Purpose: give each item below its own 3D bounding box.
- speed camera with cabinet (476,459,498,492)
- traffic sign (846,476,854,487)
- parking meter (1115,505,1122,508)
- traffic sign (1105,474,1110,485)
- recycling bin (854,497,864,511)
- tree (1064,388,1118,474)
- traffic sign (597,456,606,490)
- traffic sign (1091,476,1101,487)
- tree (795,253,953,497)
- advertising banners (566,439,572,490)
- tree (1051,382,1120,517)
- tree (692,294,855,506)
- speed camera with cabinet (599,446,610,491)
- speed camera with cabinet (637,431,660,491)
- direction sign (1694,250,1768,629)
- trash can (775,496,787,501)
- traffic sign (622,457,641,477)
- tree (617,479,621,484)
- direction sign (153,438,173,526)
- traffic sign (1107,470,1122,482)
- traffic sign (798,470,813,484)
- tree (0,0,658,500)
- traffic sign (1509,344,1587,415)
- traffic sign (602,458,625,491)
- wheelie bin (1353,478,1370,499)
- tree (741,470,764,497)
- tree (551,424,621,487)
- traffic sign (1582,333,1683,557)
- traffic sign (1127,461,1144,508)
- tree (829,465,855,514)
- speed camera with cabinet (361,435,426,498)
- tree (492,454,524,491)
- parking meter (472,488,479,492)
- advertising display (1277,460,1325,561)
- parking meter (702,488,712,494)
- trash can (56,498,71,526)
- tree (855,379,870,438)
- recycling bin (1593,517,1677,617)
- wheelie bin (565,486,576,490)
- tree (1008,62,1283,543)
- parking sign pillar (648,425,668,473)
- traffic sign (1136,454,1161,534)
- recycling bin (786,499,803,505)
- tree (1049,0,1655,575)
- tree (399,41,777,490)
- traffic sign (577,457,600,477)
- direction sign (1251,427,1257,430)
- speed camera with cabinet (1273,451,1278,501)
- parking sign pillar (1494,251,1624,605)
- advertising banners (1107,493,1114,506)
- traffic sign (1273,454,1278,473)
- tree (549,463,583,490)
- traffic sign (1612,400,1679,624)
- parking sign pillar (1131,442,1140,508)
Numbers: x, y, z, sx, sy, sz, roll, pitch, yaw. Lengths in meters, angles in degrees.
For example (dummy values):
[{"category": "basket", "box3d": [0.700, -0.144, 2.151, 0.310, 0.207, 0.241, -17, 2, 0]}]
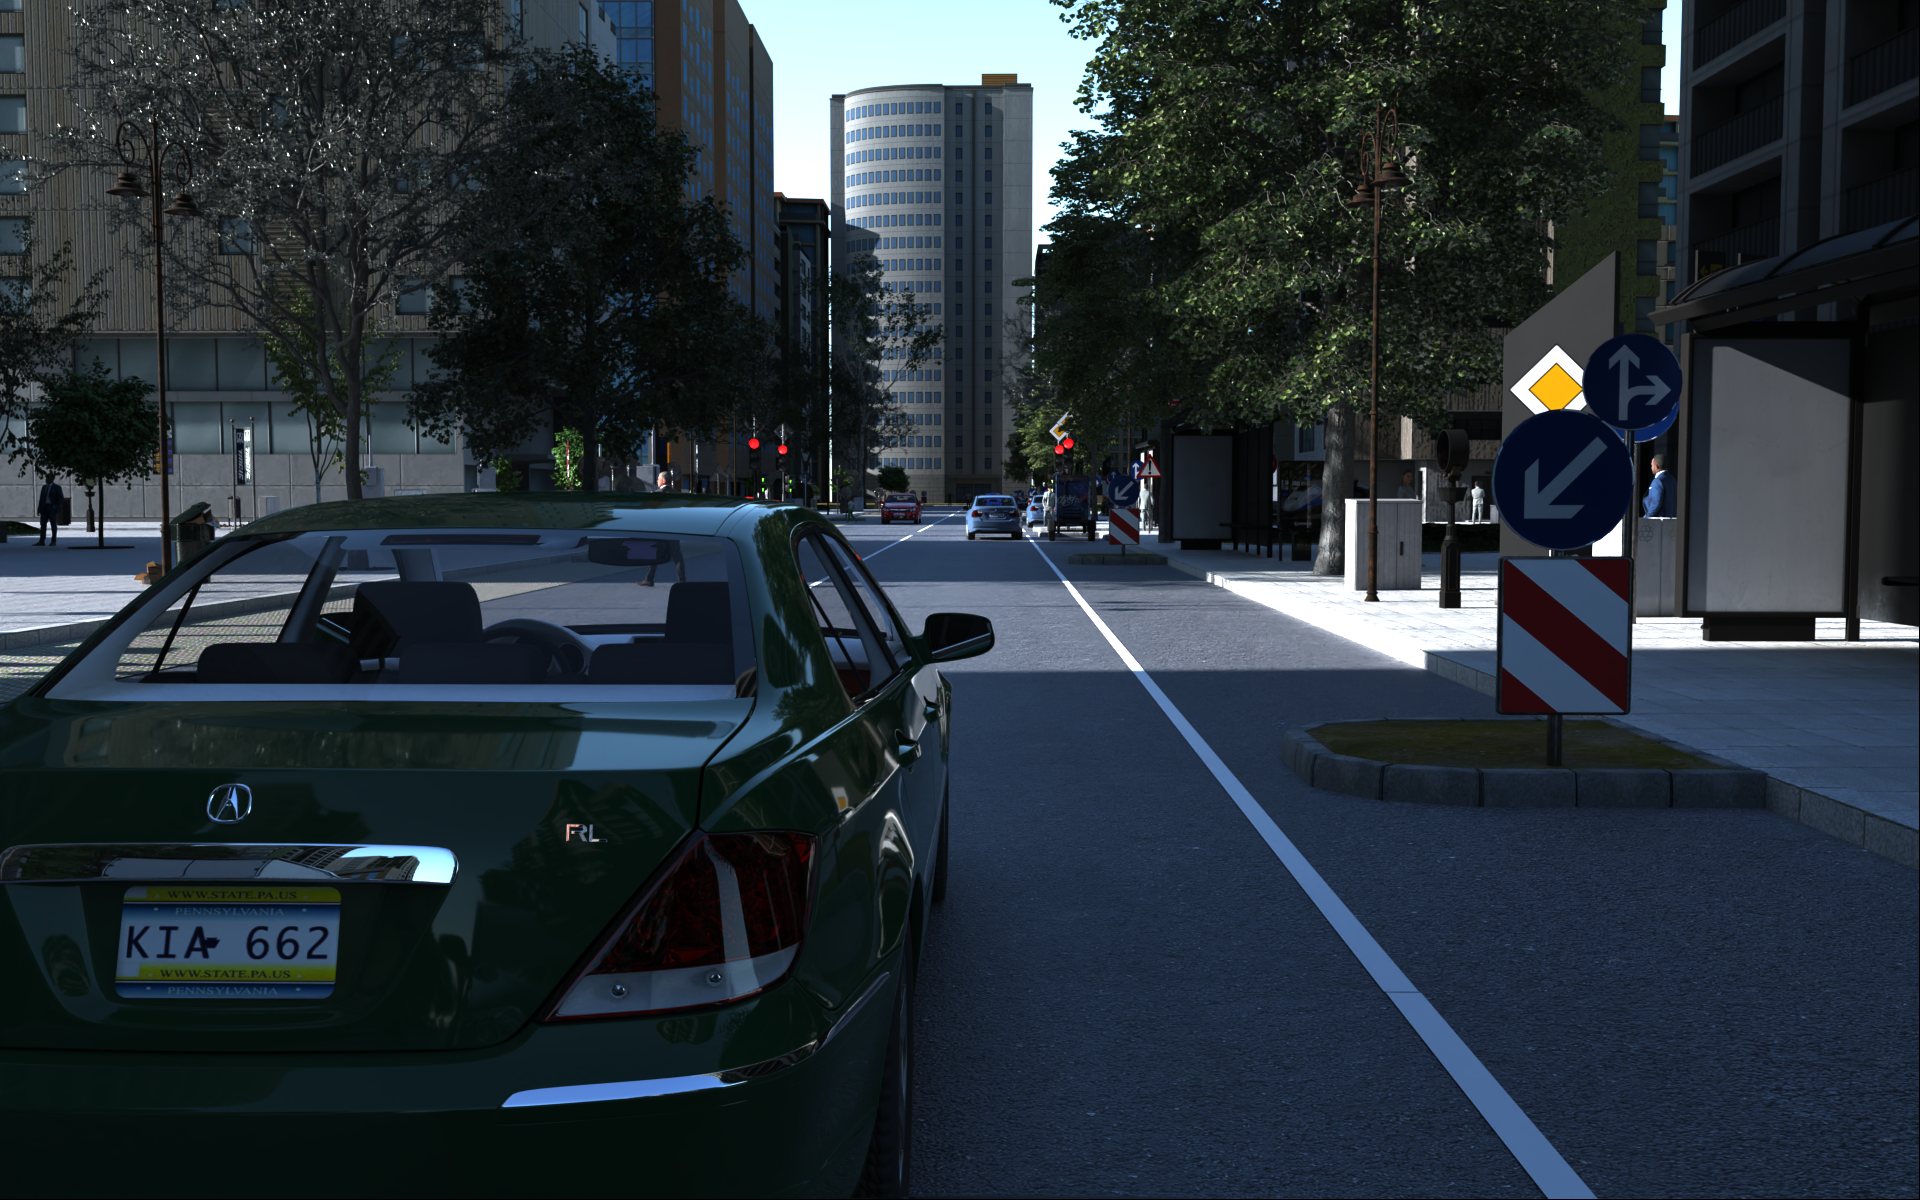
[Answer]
[{"category": "speed camera with cabinet", "box3d": [-15.533, -3.824, 56.850, 0.660, 3.252, 2.038, -1, 4, -11]}, {"category": "traffic sign", "box3d": [-7.817, -7.460, 122.070, 0.768, 2.556, 0.104, 1, 4, 11]}, {"category": "parking meter", "box3d": [6.301, -3.659, 68.229, 0.372, 1.533, 0.369, 0, 3, 0]}, {"category": "traffic sign", "box3d": [9.127, -6.380, 104.425, 0.768, 2.556, 0.104, 1, 4, 9]}, {"category": "recycling bin", "box3d": [-7.550, -7.119, 128.946, 0.722, 1.027, 0.722, 0, 4, -5]}, {"category": "tree", "box3d": [8.146, -9.999, 113.842, 4.737, 8.622, 4.395, 0, 3, 0]}, {"category": "traffic sign", "box3d": [-12.206, -3.564, 58.385, 0.768, 2.556, 0.104, 1, 4, 9]}, {"category": "traffic sign", "box3d": [9.292, -7.252, 118.679, 0.768, 2.556, 0.104, 0, 4, 2]}, {"category": "tree", "box3d": [-6.747, -17.033, 134.371, 12.611, 20.169, 13.585, 0, 3, 0]}, {"category": "advertising banners", "box3d": [-12.322, -3.587, 54.842, 0.090, 3.025, 2.074, -1, 4, -18]}, {"category": "tree", "box3d": [7.341, -9.089, 98.971, 4.360, 8.622, 3.978, 0, 3, 0]}, {"category": "tree", "box3d": [-9.567, -8.954, 80.809, 7.601, 10.594, 8.767, 0, 4, 7]}, {"category": "speed camera with cabinet", "box3d": [-13.720, -4.575, 69.130, 2.038, 3.252, 0.660, -2, 4, -28]}, {"category": "speed camera with cabinet", "box3d": [-9.640, -3.695, 54.747, 0.660, 3.252, 2.038, 0, 4, 8]}, {"category": "direction sign", "box3d": [7.236, -1.489, 16.338, 0.876, 3.537, 0.379, -1, 4, -23]}, {"category": "trash can", "box3d": [-11.242, -5.951, 108.955, 0.748, 1.137, 0.748, 0, 3, 0]}, {"category": "traffic sign", "box3d": [-10.929, -3.495, 57.253, 0.768, 2.556, 0.104, 0, 4, 4]}, {"category": "tree", "box3d": [-22.061, -7.462, 116.598, 1.663, 3.219, 1.824, 0, 3, 0]}, {"category": "direction sign", "box3d": [-32.048, -4.751, 69.676, 0.876, 3.537, 0.379, 0, 4, 8]}, {"category": "traffic sign", "box3d": [8.161, -5.583, 91.393, 0.768, 2.556, 0.104, 0, 4, 4]}, {"category": "traffic sign", "box3d": [-8.504, -5.836, 95.147, 0.795, 2.593, 0.064, 0, 4, 3]}, {"category": "tree", "box3d": [-10.308, -7.245, 28.820, 12.009, 13.543, 11.850, 0, 3, 0]}, {"category": "traffic sign", "box3d": [5.243, -0.948, 15.230, 0.795, 2.593, 0.064, 1, 4, 11]}, {"category": "traffic sign", "box3d": [-11.180, -3.412, 55.894, 0.768, 2.556, 0.104, 0, 4, 4]}, {"category": "wheelie bin", "box3d": [7.687, -1.587, 33.853, 0.693, 1.594, 0.980, 2, 4, 27]}, {"category": "tree", "box3d": [-14.762, -7.968, 124.880, 1.663, 3.219, 1.824, 0, 3, 0]}, {"category": "tree", "box3d": [-15.518, -5.450, 72.824, 4.285, 4.588, 4.351, 0, 3, 0]}, {"category": "traffic sign", "box3d": [5.346, -0.841, 13.858, 0.768, 2.556, 0.104, 0, 4, 8]}, {"category": "traffic sign", "box3d": [6.746, -4.021, 65.850, 0.768, 2.556, 0.104, 0, 4, 7]}, {"category": "tree", "box3d": [-7.975, -7.355, 114.848, 1.663, 3.219, 1.824, 0, 3, 0]}, {"category": "speed camera with cabinet", "box3d": [-19.095, -3.919, 58.411, 2.038, 3.252, 0.660, 0, 4, -8]}, {"category": "tree", "box3d": [-19.999, -4.990, 76.182, 1.663, 3.219, 1.824, 0, 3, 0]}, {"category": "parking meter", "box3d": [-18.855, -3.619, 67.574, 0.372, 1.533, 0.369, 0, 3, 0]}, {"category": "advertising display", "box3d": [6.576, -1.719, 33.311, 0.974, 1.923, 0.123, -1, 4, -12]}, {"category": "parking meter", "box3d": [-10.512, -3.889, 72.001, 0.372, 1.533, 0.369, 0, 3, 0]}, {"category": "trash can", "box3d": [-36.553, -3.600, 70.515, 0.748, 1.137, 0.748, 0, 3, 0]}, {"category": "tree", "box3d": [-9.114, -10.144, 100.262, 8.767, 10.594, 7.601, 0, 4, 8]}, {"category": "recycling bin", "box3d": [7.219, -0.357, 18.392, 0.722, 1.027, 0.722, -1, 4, -12]}, {"category": "wheelie bin", "box3d": [-14.976, -3.593, 66.662, 0.693, 1.594, 0.980, -3, 5, -40]}, {"category": "tree", "box3d": [5.035, -7.762, 45.029, 7.486, 12.596, 7.792, 0, 3, 0]}, {"category": "parking sign pillar", "box3d": [-10.317, -4.318, 59.063, 1.447, 3.967, 1.447, -1, 4, -20]}, {"category": "traffic sign", "box3d": [6.102, -3.407, 55.711, 0.884, 2.594, 0.081, 0, 4, 4]}, {"category": "recycling bin", "box3d": [-9.290, -5.175, 97.167, 0.722, 1.027, 0.722, 2, 4, 30]}, {"category": "tree", "box3d": [5.993, -7.383, 27.373, 9.857, 13.997, 8.962, 0, 3, 0]}, {"category": "tree", "box3d": [-9.422, -7.786, 44.308, 9.611, 12.733, 9.660, 0, 3, 0]}, {"category": "traffic sign", "box3d": [-12.104, -3.448, 56.476, 0.768, 2.556, 0.104, 0, 4, 7]}, {"category": "direction sign", "box3d": [8.379, -3.571, 50.388, 0.876, 3.537, 0.379, 3, 5, 41]}, {"category": "speed camera with cabinet", "box3d": [10.784, -3.767, 55.921, 2.038, 3.252, 0.660, 1, 4, 17]}, {"category": "parking sign pillar", "box3d": [6.909, -1.919, 19.840, 1.447, 3.967, 1.447, 3, 5, 43]}, {"category": "advertising banners", "box3d": [9.686, -6.568, 103.576, 2.074, 3.025, 0.090, 3, 4, 36]}, {"category": "traffic sign", "box3d": [9.003, -3.128, 51.257, 0.768, 2.556, 0.104, 1, 4, 9]}, {"category": "tree", "box3d": [-17.594, -5.156, 78.896, 1.663, 3.219, 1.824, 0, 3, 0]}, {"category": "traffic sign", "box3d": [6.644, -1.036, 17.051, 0.768, 2.556, 0.104, 1, 4, 11]}, {"category": "parking sign pillar", "box3d": [9.114, -6.194, 89.747, 1.447, 3.967, 1.447, -1, 4, -15]}]
